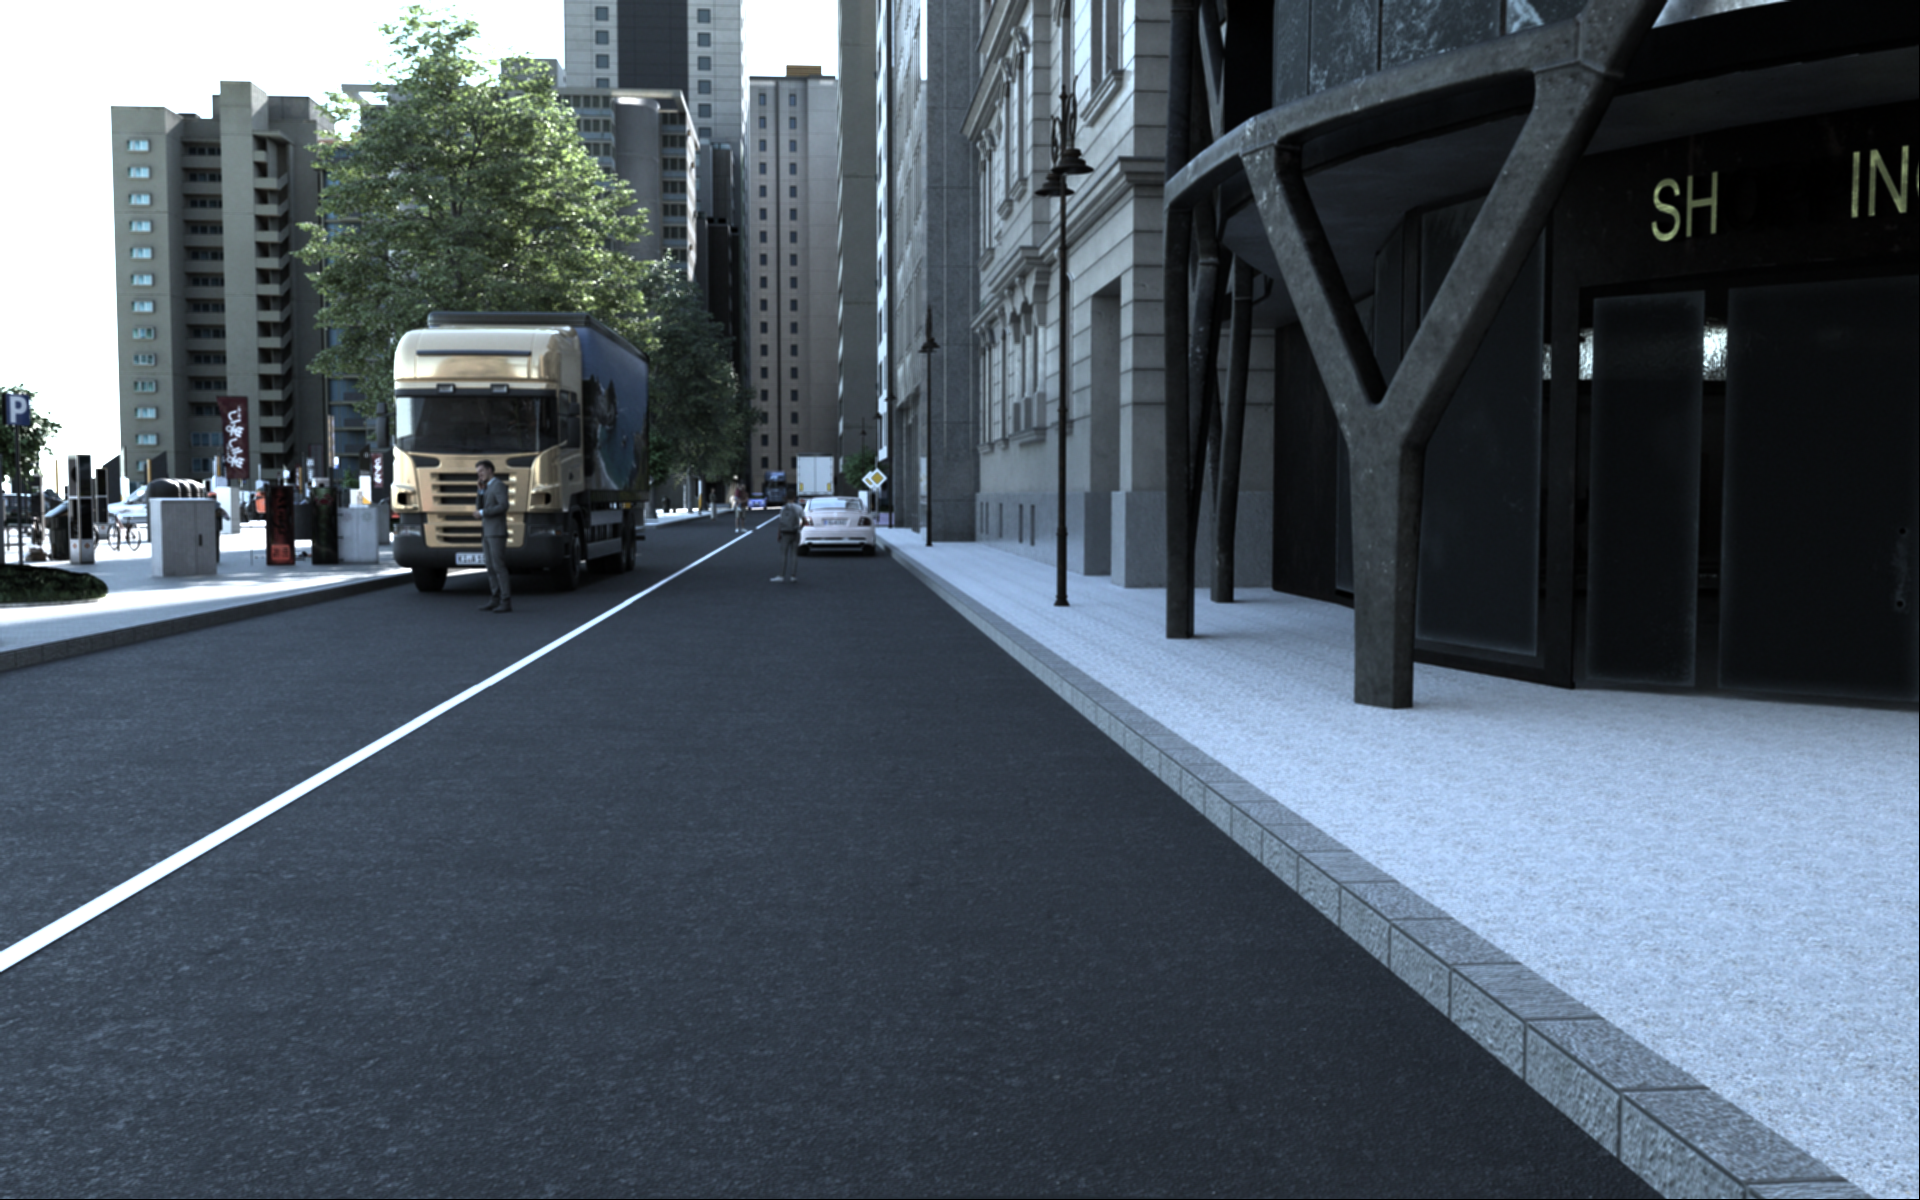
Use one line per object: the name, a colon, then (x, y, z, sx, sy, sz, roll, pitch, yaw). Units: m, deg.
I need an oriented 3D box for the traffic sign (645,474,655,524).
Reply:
traffic sign: (-13.271, -4.246, 73.064, 0.795, 2.450, 0.064, 0, 4, -5)

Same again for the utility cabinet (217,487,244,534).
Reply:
utility cabinet: (-23.360, -2.854, 55.346, 0.318, 1.500, 1.173, -3, 5, -43)

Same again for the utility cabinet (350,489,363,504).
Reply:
utility cabinet: (-27.169, -4.242, 78.041, 0.318, 1.500, 1.173, 0, 4, -7)

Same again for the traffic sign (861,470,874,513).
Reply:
traffic sign: (-3.808, -4.293, 73.827, 0.795, 2.450, 0.064, 0, 4, -5)

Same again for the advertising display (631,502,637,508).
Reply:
advertising display: (-18.987, -5.773, 99.607, 0.123, 1.923, 0.974, 2, 4, 34)

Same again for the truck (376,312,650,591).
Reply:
truck: (-7.073, -2.451, 28.992, 2.839, 4.237, 11.283, 0, 4, -4)

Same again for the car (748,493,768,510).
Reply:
car: (-18.824, -9.253, 160.874, 1.945, 1.707, 3.694, 0, 4, -5)

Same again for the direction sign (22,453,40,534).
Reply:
direction sign: (-30.146, -3.905, 55.845, 0.876, 3.537, 0.379, -1, 4, -18)

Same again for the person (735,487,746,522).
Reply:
person: (-11.182, -4.844, 87.877, 0.709, 1.800, 0.728, 2, 4, 26)

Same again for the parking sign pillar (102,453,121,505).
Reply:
parking sign pillar: (-53.845, -7.446, 110.218, 1.447, 3.967, 1.447, 0, 4, -3)

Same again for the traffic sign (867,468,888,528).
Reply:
traffic sign: (-3.147, -3.806, 65.869, 0.795, 2.450, 0.064, 0, 4, -5)

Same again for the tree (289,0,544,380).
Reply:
tree: (-11.805, -7.495, 40.666, 7.486, 12.596, 7.792, 0, 3, 0)

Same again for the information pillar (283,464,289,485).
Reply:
information pillar: (-52.688, -8.812, 135.432, 0.504, 3.616, 0.183, 2, 4, 31)

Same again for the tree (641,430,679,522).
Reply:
tree: (-14.585, -5.885, 79.941, 4.285, 4.588, 4.351, 0, 3, 0)

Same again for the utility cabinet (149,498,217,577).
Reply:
utility cabinet: (-12.266, -0.992, 27.383, 0.306, 1.237, 1.020, 2, 4, 26)

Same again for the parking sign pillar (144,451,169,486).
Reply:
parking sign pillar: (-49.862, -7.280, 107.503, 1.447, 3.967, 1.447, -1, 4, -8)

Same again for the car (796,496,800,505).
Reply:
car: (-14.246, -9.072, 160.332, 2.014, 1.417, 4.499, 0, 4, -5)

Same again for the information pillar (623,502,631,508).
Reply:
information pillar: (-14.727, -5.212, 76.575, 0.183, 3.616, 0.504, 2, 4, 23)

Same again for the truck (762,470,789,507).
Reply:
truck: (-21.559, -13.055, 203.199, 2.967, 4.110, 18.799, 0, 4, -5)

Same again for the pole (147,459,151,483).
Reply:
pole: (-47.360, -6.568, 101.224, 0.158, 3.312, 0.155, 0, 3, 0)

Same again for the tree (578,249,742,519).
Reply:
tree: (-16.043, -11.147, 88.911, 9.857, 13.997, 8.962, 0, 3, 0)

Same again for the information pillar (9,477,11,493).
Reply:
information pillar: (-74.056, -8.794, 135.139, 0.504, 3.616, 0.183, 2, 4, 33)

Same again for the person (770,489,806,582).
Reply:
person: (-2.810, -1.057, 28.373, 0.523, 1.515, 0.503, 3, 4, 37)

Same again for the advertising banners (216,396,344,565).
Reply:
advertising banners: (-12.244, -2.142, 31.216, 2.074, 3.025, 0.090, -1, 4, -19)

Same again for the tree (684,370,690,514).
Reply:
tree: (-12.467, -8.069, 50.050, 7.486, 12.596, 7.792, 0, 3, 0)

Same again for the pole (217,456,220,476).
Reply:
pole: (-40.052, -6.099, 93.567, 0.158, 3.312, 0.155, 0, 3, 0)

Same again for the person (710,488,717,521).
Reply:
person: (-12.995, -5.037, 91.405, 0.362, 1.759, 0.519, 1, 4, 13)

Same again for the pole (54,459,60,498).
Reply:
pole: (-52.378, -6.522, 100.479, 0.158, 3.312, 0.155, 0, 3, 0)

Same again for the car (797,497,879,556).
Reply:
car: (-2.986, -1.791, 41.647, 2.083, 1.381, 4.827, 0, 4, -4)

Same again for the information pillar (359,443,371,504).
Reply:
information pillar: (-27.233, -5.381, 79.340, 0.504, 3.616, 0.183, -1, 4, -14)

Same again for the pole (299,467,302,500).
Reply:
pole: (-50.027, -8.416, 131.438, 0.158, 3.312, 0.155, 0, 3, 0)

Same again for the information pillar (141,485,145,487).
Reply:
information pillar: (-65.493, -8.226, 138.981, 0.304, 2.012, 0.304, 2, 4, 33)

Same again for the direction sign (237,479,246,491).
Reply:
direction sign: (-55.820, -8.723, 134.624, 0.876, 3.537, 0.379, 2, 4, 26)

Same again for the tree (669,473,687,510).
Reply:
tree: (-22.464, -11.703, 141.711, 4.360, 8.622, 3.978, 0, 3, 0)

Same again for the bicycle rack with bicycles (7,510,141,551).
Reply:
bicycle rack with bicycles: (-20.228, -1.581, 39.228, 2.852, 0.926, 2.925, -3, 5, -44)

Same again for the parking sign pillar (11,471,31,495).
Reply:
parking sign pillar: (-71.211, -8.739, 131.358, 1.447, 3.967, 1.447, -1, 4, -21)

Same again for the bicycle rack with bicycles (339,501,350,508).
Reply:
bicycle rack with bicycles: (-31.067, -4.372, 84.857, 2.852, 0.926, 2.925, -1, 4, -16)

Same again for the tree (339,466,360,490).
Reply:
tree: (-40.986, -7.430, 116.085, 1.663, 3.219, 1.824, 0, 3, 0)

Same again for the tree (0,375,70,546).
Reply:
tree: (-23.977, -3.622, 42.929, 4.285, 4.588, 4.351, 0, 3, 0)

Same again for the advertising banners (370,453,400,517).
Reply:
advertising banners: (-23.944, -4.729, 73.510, 2.074, 3.025, 0.090, 0, 4, -3)

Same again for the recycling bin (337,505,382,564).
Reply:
recycling bin: (-11.199, -1.198, 32.144, 0.722, 1.027, 0.722, -1, 4, -23)

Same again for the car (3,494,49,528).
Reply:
car: (-36.354, -3.527, 67.461, 4.222, 1.686, 2.009, 0, 4, -6)

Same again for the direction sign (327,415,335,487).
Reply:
direction sign: (-18.156, -3.551, 50.052, 0.379, 3.537, 0.876, -1, 4, -9)

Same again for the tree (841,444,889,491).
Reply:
tree: (-6.176, -7.960, 113.859, 4.285, 4.588, 4.351, 0, 3, 0)

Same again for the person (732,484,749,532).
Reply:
person: (-8.306, -3.483, 65.414, 0.573, 1.828, 0.580, 2, 4, 25)

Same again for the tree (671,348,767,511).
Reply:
tree: (-19.448, -13.092, 131.059, 9.611, 12.733, 9.660, 0, 3, 0)

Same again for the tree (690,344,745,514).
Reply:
tree: (-18.165, -11.959, 113.650, 7.486, 12.596, 7.792, 0, 3, 0)

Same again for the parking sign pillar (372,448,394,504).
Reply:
parking sign pillar: (-32.306, -6.661, 97.382, 1.447, 3.967, 1.447, 0, 4, -3)

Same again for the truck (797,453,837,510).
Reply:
truck: (-10.302, -8.282, 124.331, 2.839, 4.237, 11.283, 0, 4, -4)

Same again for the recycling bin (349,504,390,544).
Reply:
recycling bin: (-15.065, -1.936, 44.206, 0.722, 1.027, 0.722, 2, 4, 29)

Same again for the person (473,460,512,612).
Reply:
person: (-5.739, -0.786, 21.157, 0.447, 1.846, 0.655, -2, 4, -35)
